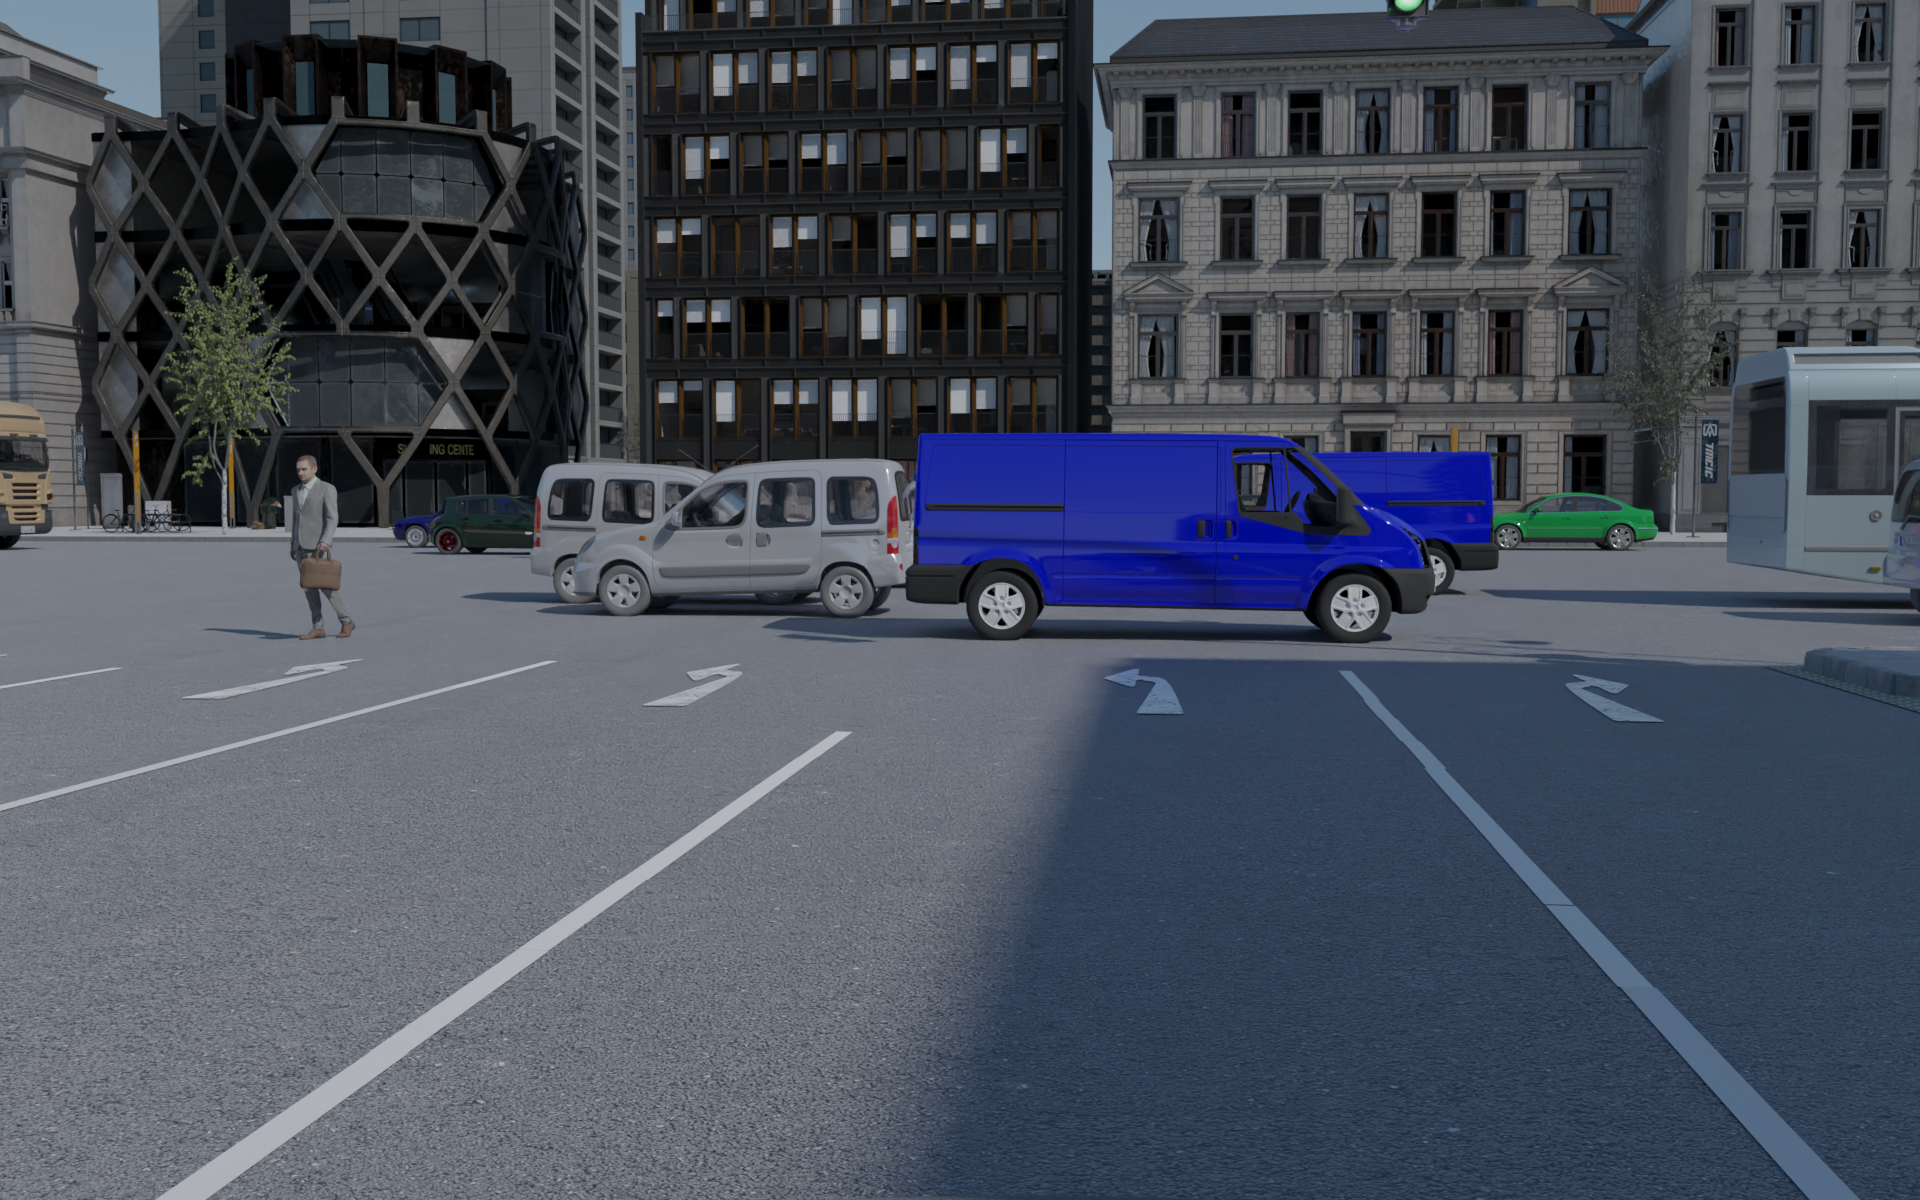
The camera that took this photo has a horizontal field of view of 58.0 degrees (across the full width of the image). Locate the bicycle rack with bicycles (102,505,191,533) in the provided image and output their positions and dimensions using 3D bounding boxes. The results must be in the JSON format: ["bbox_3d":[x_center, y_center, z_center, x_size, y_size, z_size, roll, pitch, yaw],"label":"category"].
[{"bbox_3d":[-27.081,-2.724,57.921,2.925,0.926,2.852,-2,4,-34],"label":"bicycle rack with bicycles"}]

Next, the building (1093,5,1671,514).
[{"bbox_3d":[14.857,-12.239,64.743,19.286,19.102,10.561,0,4,7],"label":"building"}]

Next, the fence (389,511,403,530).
[{"bbox_3d":[-20.044,-2.836,61.747,0.278,0.683,2.069,-2,4,-28],"label":"fence"}]

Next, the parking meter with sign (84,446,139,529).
[{"bbox_3d":[-31.214,-4.128,63.757,1.738,3.016,0.543,-2,4,-32],"label":"parking meter with sign"}]

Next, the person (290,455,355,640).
[{"bbox_3d":[-6.376,-0.518,17.093,0.709,1.813,0.853,1,4,19],"label":"person"}]

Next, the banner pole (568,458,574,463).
[{"bbox_3d":[-24.078,-7.131,106.609,0.863,3.779,0.401,-3,5,-39],"label":"banner pole"}]

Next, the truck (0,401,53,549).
[{"bbox_3d":[-28.685,-3.416,44.769,11.283,4.237,2.839,0,4,8],"label":"truck"}]

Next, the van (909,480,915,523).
[{"bbox_3d":[-0.328,-1.208,26.757,4.112,2.044,2.013,0,4,7],"label":"van"}]

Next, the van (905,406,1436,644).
[{"bbox_3d":[2.119,-0.808,17.595,5.245,2.365,2.240,0,4,6],"label":"van"}]

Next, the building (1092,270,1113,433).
[{"bbox_3d":[17.989,-27.797,226.177,14.107,30.474,14.160,0,4,7],"label":"building"}]

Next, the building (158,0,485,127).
[{"bbox_3d":[-57.841,-44.075,158.882,20.611,71.187,20.563,0,4,7],"label":"building"}]

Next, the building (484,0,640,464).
[{"bbox_3d":[-33.670,-42.021,125.295,20.563,71.187,20.611,0,4,7],"label":"building"}]

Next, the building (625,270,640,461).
[{"bbox_3d":[-33.682,-18.907,154.165,28.899,21.520,27.650,0,4,7],"label":"building"}]

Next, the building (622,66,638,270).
[{"bbox_3d":[-45.726,-42.466,236.318,28.212,58.520,21.231,0,4,7],"label":"building"}]

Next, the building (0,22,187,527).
[{"bbox_3d":[-45.931,-14.125,72.737,24.055,21.916,13.314,0,4,7],"label":"building"}]

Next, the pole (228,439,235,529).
[{"bbox_3d":[-26.933,-4.291,64.008,0.158,3.312,0.155,0,3,0],"label":"pole"}]

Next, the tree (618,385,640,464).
[{"bbox_3d":[-20.011,-9.802,110.618,4.360,8.622,3.978,0,3,0],"label":"tree"}]

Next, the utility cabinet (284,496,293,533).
[{"bbox_3d":[-22.006,-2.847,57.706,1.020,1.237,0.306,1,4,21],"label":"utility cabinet"}]

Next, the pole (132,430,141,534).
[{"bbox_3d":[-26.299,-3.761,55.335,0.158,3.312,0.155,0,3,0],"label":"pole"}]

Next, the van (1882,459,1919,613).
[{"bbox_3d":[12.493,-0.730,18.954,4.112,2.044,2.013,1,4,9],"label":"van"}]

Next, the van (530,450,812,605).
[{"bbox_3d":[-3.595,-0.990,23.195,4.112,2.044,2.013,0,4,6],"label":"van"}]

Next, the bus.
[{"bbox_3d":[16.952,-1.639,21.663,13.247,3.499,2.948,1,4,9],"label":"bus"}]

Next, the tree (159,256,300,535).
[{"bbox_3d":[-23.117,-6.368,54.473,4.737,8.622,4.395,0,3,0],"label":"tree"}]

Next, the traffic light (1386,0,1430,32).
[{"bbox_3d":[5.585,-2.347,13.044,4.771,5.953,1.251,0,4,7],"label":"traffic light"}]

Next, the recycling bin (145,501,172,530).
[{"bbox_3d":[-28.958,-3.059,62.561,0.722,1.027,0.722,-1,4,-11],"label":"recycling bin"}]

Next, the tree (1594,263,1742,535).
[{"bbox_3d":[22.365,-6.383,54.730,4.360,8.622,3.978,0,3,0],"label":"tree"}]

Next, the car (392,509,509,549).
[{"bbox_3d":[-13.139,-2.077,46.535,3.894,1.354,1.945,0,4,8],"label":"car"}]

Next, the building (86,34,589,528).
[{"bbox_3d":[-24.564,-12.535,72.405,16.811,18.784,16.820,0,4,7],"label":"building"}]

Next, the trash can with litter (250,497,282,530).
[{"bbox_3d":[-25.194,-3.145,62.805,0.624,1.170,1.055,1,4,23],"label":"trash can with litter"}]

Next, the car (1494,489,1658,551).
[{"bbox_3d":[15.405,-2.188,44.567,4.718,1.807,1.959,1,4,9],"label":"car"}]

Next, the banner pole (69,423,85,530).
[{"bbox_3d":[-31.169,-4.353,61.187,0.863,3.779,0.401,2,4,30],"label":"banner pole"}]

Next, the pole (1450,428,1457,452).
[{"bbox_3d":[15.200,-3.642,53.389,0.158,3.312,0.155,0,3,0],"label":"pole"}]

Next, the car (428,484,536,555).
[{"bbox_3d":[-10.572,-1.930,41.348,4.222,1.686,2.009,1,4,9],"label":"car"}]

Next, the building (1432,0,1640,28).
[{"bbox_3d":[46.871,-28.964,128.186,22.147,44.769,28.867,0,4,7],"label":"building"}]

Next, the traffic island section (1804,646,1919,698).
[{"bbox_3d":[7.710,0.566,13.029,2.009,0.180,2.903,0,4,7],"label":"traffic island section"}]

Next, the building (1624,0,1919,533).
[{"bbox_3d":[33.244,-12.924,60.456,18.267,20.994,9.793,0,4,7],"label":"building"}]

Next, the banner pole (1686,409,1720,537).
[{"bbox_3d":[21.979,-3.743,51.214,0.863,3.779,0.401,1,4,16],"label":"banner pole"}]

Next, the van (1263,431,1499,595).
[{"bbox_3d":[5.119,-1.291,25.496,5.245,2.365,2.240,0,4,7],"label":"van"}]

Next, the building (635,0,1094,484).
[{"bbox_3d":[-3.052,-14.558,67.709,15.834,23.373,12.332,0,4,7],"label":"building"}]

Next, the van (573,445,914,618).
[{"bbox_3d":[-2.578,-0.848,20.883,4.112,2.044,2.013,0,4,6],"label":"van"}]
